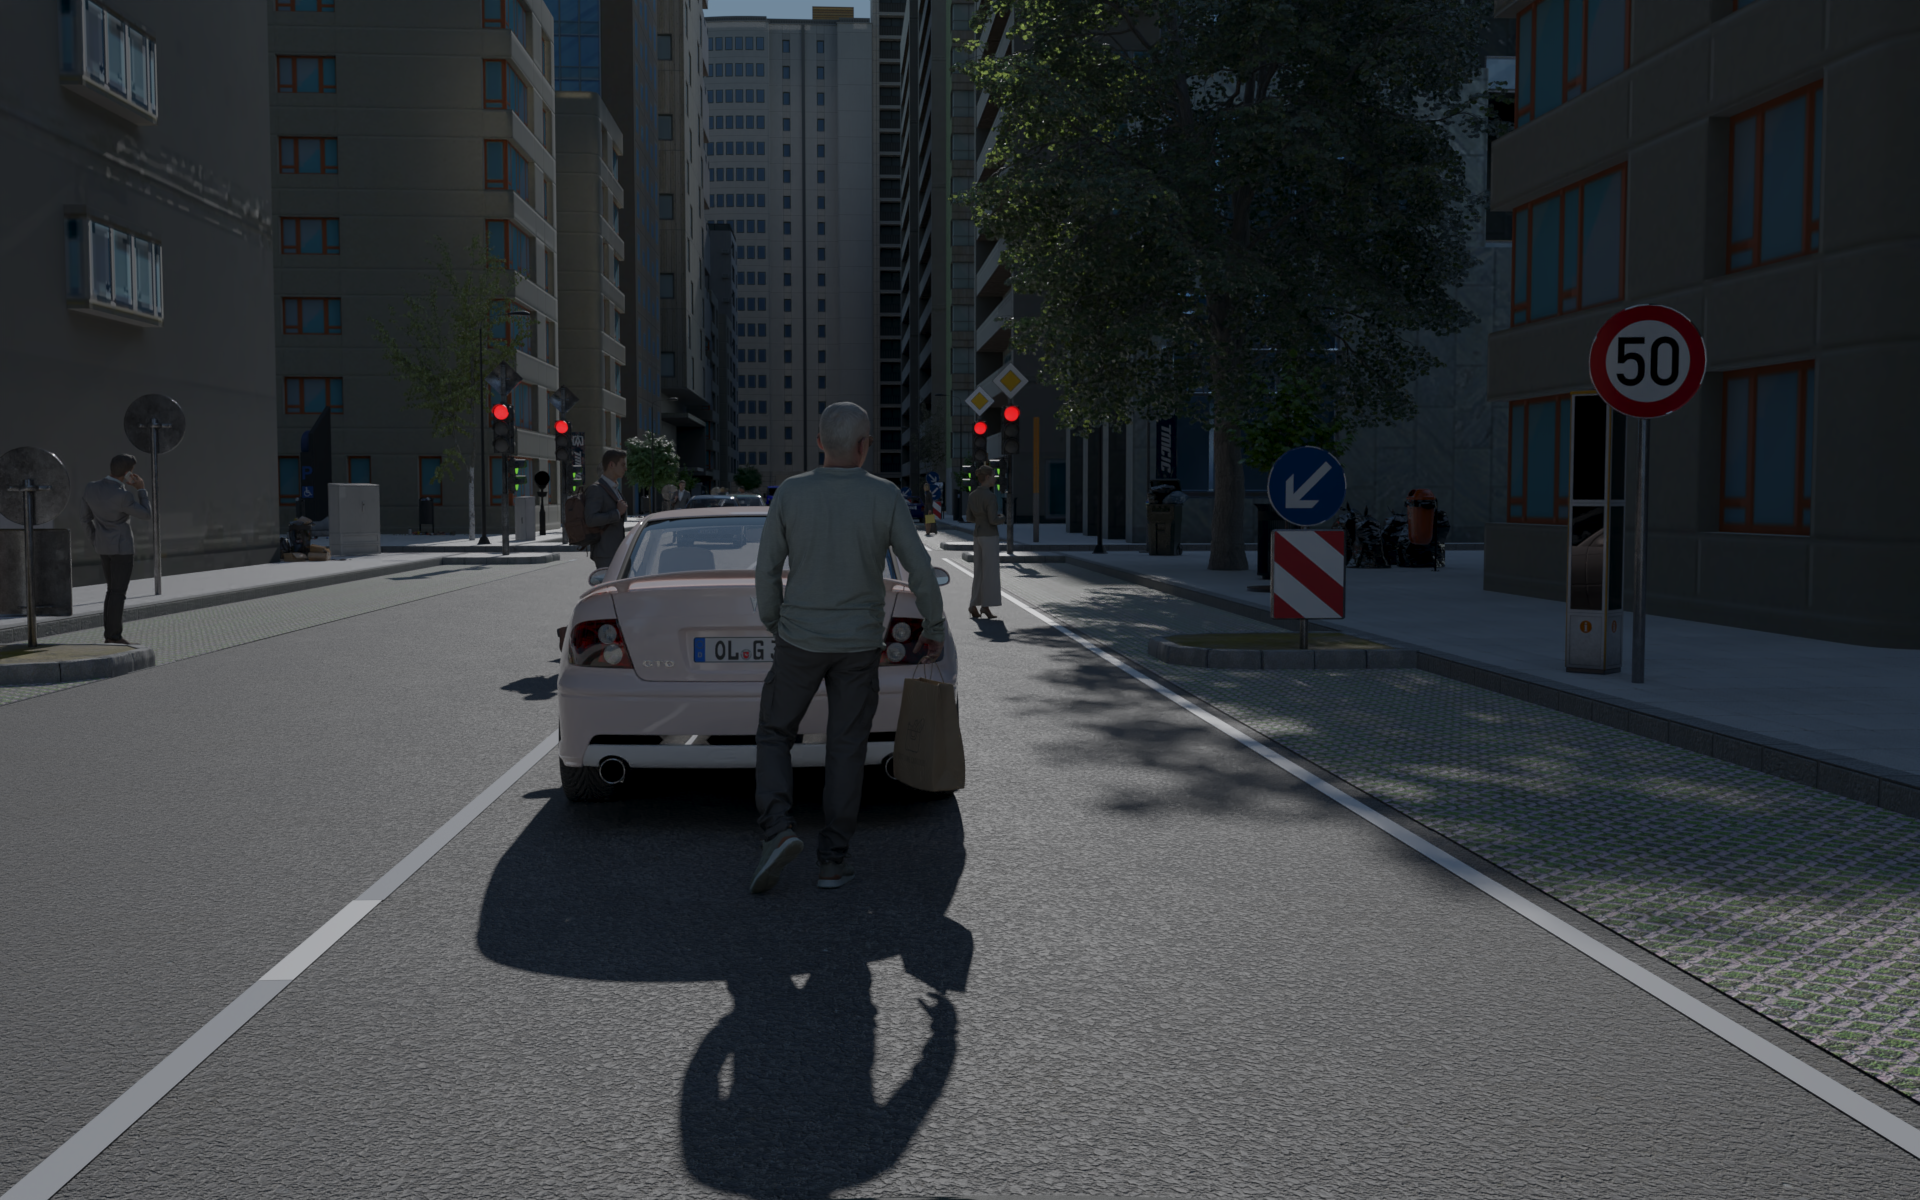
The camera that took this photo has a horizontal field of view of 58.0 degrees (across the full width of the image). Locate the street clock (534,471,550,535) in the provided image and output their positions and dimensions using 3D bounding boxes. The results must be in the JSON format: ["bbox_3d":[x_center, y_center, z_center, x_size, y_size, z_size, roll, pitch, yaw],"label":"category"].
[{"bbox_3d":[-12.973,-3.010,53.784,0.471,2.002,0.358,-1,4,-19],"label":"street clock"}]

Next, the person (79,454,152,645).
[{"bbox_3d":[-7.850,-0.456,16.132,0.592,1.802,0.473,3,4,36],"label":"person"}]

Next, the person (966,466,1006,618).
[{"bbox_3d":[0.327,-0.669,19.983,0.362,1.759,0.519,-3,4,-36],"label":"person"}]

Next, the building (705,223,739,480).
[{"bbox_3d":[-30.990,-25.343,186.057,14.107,30.474,14.160,0,4,-4],"label":"building"}]

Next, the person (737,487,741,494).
[{"bbox_3d":[-11.612,-5.099,92.044,0.590,1.801,0.661,0,4,6],"label":"person"}]

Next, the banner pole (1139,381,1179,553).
[{"bbox_3d":[4.342,-2.923,37.806,0.863,3.779,0.401,0,4,-2],"label":"banner pole"}]

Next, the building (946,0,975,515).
[{"bbox_3d":[6.016,-26.085,110.080,14.154,41.232,14.086,0,4,-4],"label":"building"}]

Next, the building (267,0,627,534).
[{"bbox_3d":[-28.947,-13.650,68.218,27.650,21.520,28.899,0,4,-4],"label":"building"}]

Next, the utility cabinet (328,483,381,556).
[{"bbox_3d":[-12.599,-1.675,36.073,0.318,1.500,1.173,2,4,23],"label":"utility cabinet"}]

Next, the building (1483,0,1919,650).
[{"bbox_3d":[21.807,-10.032,9.069,27.650,21.520,28.899,0,4,-4],"label":"building"}]

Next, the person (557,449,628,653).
[{"bbox_3d":[-3.149,-0.422,15.369,0.822,1.834,0.622,0,4,-6],"label":"person"}]

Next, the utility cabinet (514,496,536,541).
[{"bbox_3d":[-12.082,-2.258,48.087,0.306,1.237,1.020,-2,4,-31],"label":"utility cabinet"}]

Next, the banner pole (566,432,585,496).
[{"bbox_3d":[-13.698,-4.368,61.440,0.863,3.779,0.401,-1,4,-12],"label":"banner pole"}]

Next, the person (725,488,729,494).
[{"bbox_3d":[-14.364,-6.020,107.146,0.641,1.798,0.478,0,4,-6],"label":"person"}]

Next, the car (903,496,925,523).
[{"bbox_3d":[-2.583,-4.499,86.146,1.945,1.354,3.894,0,4,-4],"label":"car"}]

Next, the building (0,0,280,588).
[{"bbox_3d":[-22.495,-24.222,19.735,21.600,48.544,21.300,0,4,-4],"label":"building"}]

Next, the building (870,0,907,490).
[{"bbox_3d":[-0.629,-47.452,214.096,20.611,71.187,20.563,0,4,-4],"label":"building"}]

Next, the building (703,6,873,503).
[{"bbox_3d":[-24.990,-41.035,212.922,28.212,58.520,21.231,0,4,-4],"label":"building"}]

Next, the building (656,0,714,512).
[{"bbox_3d":[-33.207,-33.131,130.928,28.713,52.752,27.495,0,4,-4],"label":"building"}]

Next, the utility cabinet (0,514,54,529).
[{"bbox_3d":[-10.793,-0.512,19.534,0.306,1.237,1.020,3,5,39],"label":"utility cabinet"}]

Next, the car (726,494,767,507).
[{"bbox_3d":[-6.846,-2.604,54.367,2.131,1.459,4.920,0,4,-6],"label":"car"}]

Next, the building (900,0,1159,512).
[{"bbox_3d":[5.556,-32.827,160.429,21.300,48.544,21.600,0,4,-4],"label":"building"}]

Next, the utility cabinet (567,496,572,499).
[{"bbox_3d":[-12.929,-2.848,57.728,0.306,1.237,1.020,0,4,6],"label":"utility cabinet"}]

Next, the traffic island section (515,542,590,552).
[{"bbox_3d":[-10.138,-1.352,44.381,2.009,0.180,2.903,0,4,-4],"label":"traffic island section"}]

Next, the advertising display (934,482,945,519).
[{"bbox_3d":[-1.061,-5.176,89.840,0.123,1.923,0.974,-2,4,-30],"label":"advertising display"}]

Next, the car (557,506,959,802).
[{"bbox_3d":[-1.049,0.175,9.504,2.083,1.381,4.827,0,4,-5],"label":"car"}]

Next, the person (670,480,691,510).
[{"bbox_3d":[-8.198,-2.595,50.891,0.622,1.834,0.822,-1,4,-14],"label":"person"}]

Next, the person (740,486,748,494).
[{"bbox_3d":[-9.606,-4.167,76.972,0.623,1.781,0.721,0,3,0],"label":"person"}]

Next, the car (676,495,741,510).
[{"bbox_3d":[-6.812,-2.190,47.804,2.014,1.417,4.499,0,4,-4],"label":"car"}]

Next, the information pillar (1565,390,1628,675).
[{"bbox_3d":[4.561,-0.484,12.411,0.304,2.012,0.304,3,5,44],"label":"information pillar"}]

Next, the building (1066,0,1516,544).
[{"bbox_3d":[19.126,-45.370,54.473,31.000,86.520,22.319,0,4,-4],"label":"building"}]

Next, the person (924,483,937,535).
[{"bbox_3d":[-1.041,-3.181,60.719,0.699,1.804,1.509,1,4,14],"label":"person"}]

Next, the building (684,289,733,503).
[{"bbox_3d":[-35.785,-19.258,159.913,27.650,21.520,28.899,0,4,-4],"label":"building"}]

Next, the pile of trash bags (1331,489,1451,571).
[{"bbox_3d":[7.599,-1.247,30.147,1.912,1.369,3.447,0,4,-3],"label":"pile of trash bags"}]

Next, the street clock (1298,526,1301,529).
[{"bbox_3d":[7.247,-1.960,36.611,0.471,2.002,0.358,0,4,3],"label":"street clock"}]

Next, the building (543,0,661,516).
[{"bbox_3d":[-26.437,-27.991,107.761,14.600,45.320,14.200,0,4,-4],"label":"building"}]

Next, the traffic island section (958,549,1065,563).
[{"bbox_3d":[1.097,-0.911,37.172,2.009,0.180,2.903,0,4,-4],"label":"traffic island section"}]

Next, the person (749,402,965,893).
[{"bbox_3d":[-0.374,0.163,6.326,0.782,1.767,0.515,0,4,-4],"label":"person"}]

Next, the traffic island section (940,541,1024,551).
[{"bbox_3d":[0.527,-1.398,45.137,2.009,0.180,2.903,0,4,-4],"label":"traffic island section"}]

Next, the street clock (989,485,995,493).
[{"bbox_3d":[1.225,-4.087,71.390,0.471,2.002,0.358,1,4,11],"label":"street clock"}]

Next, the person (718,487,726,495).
[{"bbox_3d":[-12.704,-5.278,95.017,1.509,1.804,0.699,2,4,29],"label":"person"}]

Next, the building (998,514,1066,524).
[{"bbox_3d":[12.162,-28.179,84.435,21.300,48.544,21.600,0,4,-4],"label":"building"}]

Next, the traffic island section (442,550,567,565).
[{"bbox_3d":[-9.568,-0.865,36.416,2.009,0.180,2.903,0,4,-4],"label":"traffic island section"}]

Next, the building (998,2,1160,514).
[{"bbox_3d":[7.796,-31.515,138.974,21.300,48.544,21.600,0,4,-4],"label":"building"}]
